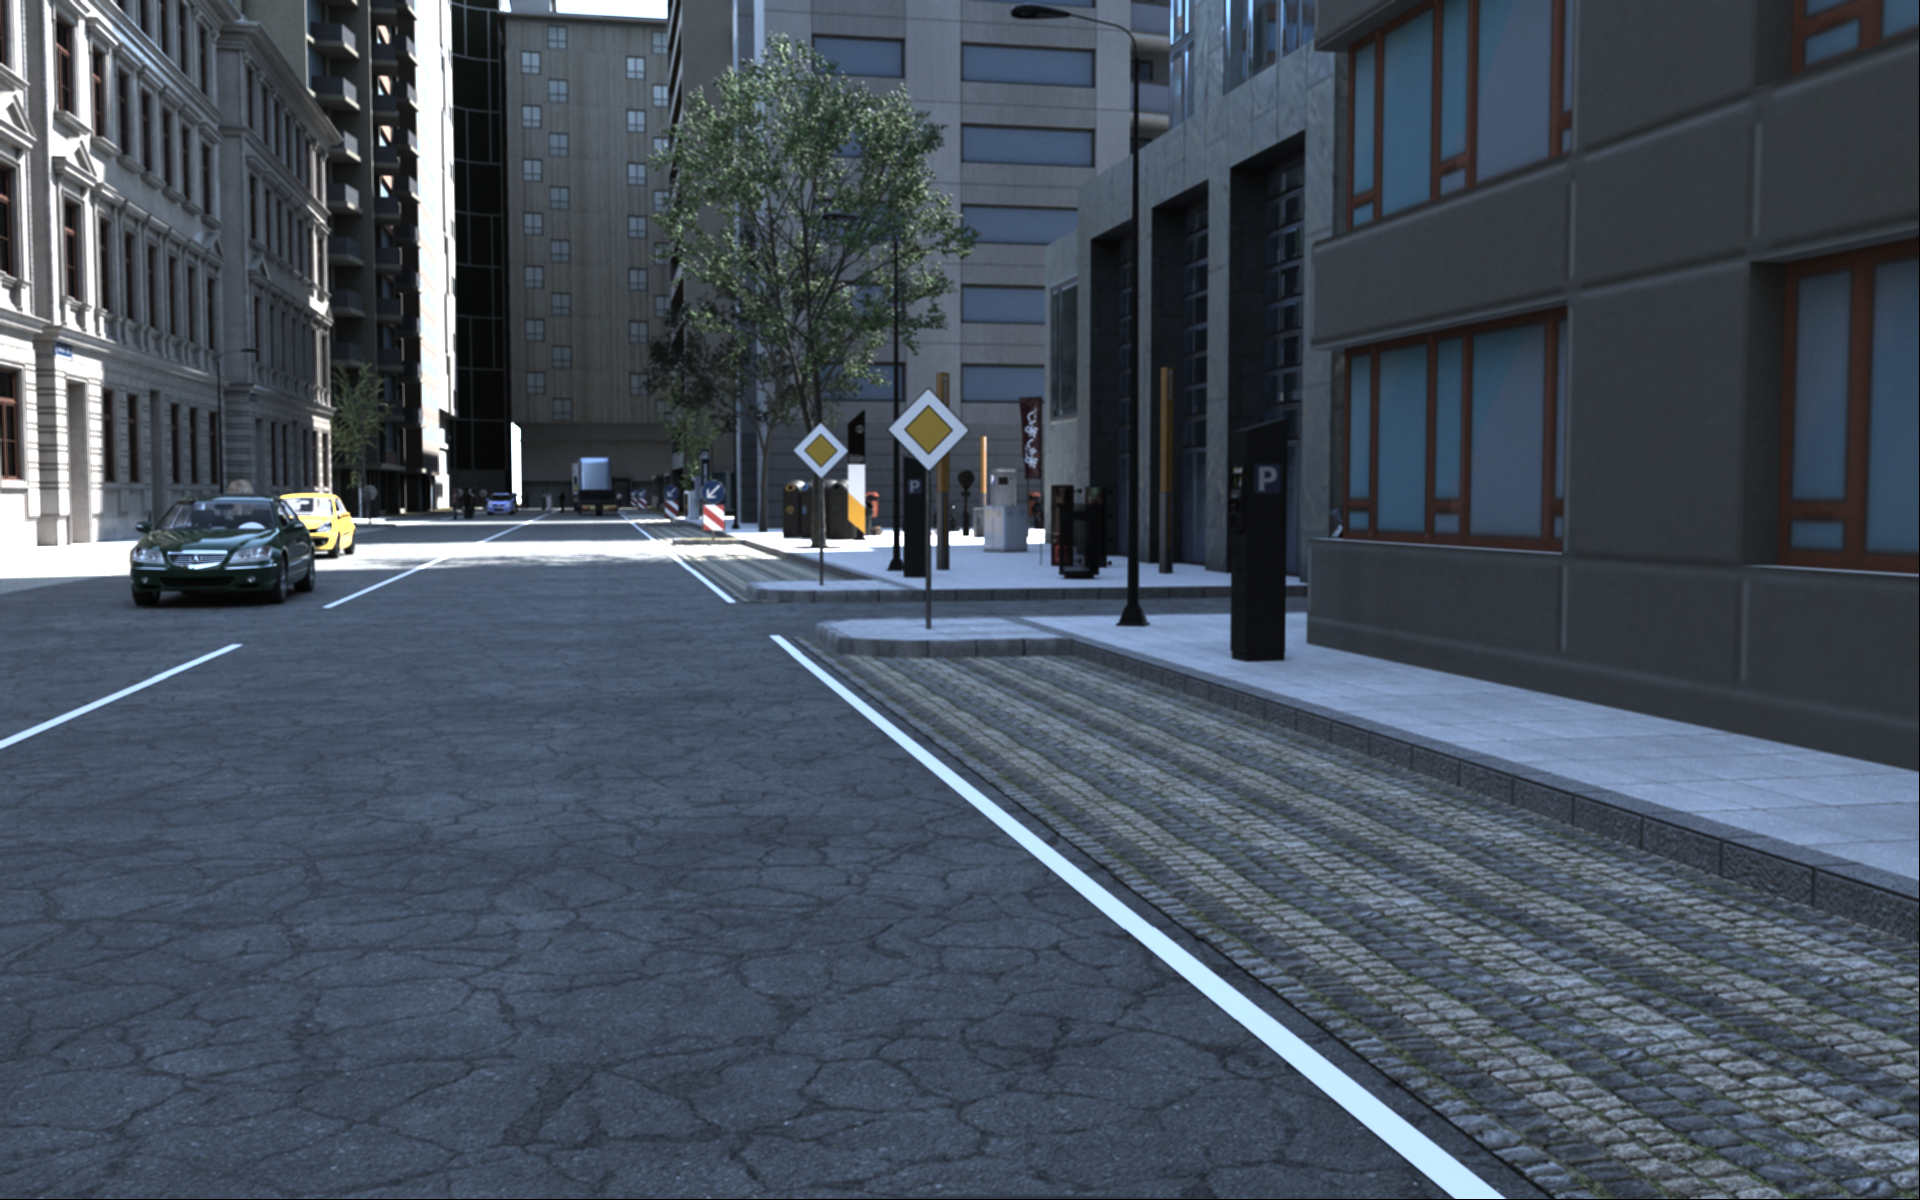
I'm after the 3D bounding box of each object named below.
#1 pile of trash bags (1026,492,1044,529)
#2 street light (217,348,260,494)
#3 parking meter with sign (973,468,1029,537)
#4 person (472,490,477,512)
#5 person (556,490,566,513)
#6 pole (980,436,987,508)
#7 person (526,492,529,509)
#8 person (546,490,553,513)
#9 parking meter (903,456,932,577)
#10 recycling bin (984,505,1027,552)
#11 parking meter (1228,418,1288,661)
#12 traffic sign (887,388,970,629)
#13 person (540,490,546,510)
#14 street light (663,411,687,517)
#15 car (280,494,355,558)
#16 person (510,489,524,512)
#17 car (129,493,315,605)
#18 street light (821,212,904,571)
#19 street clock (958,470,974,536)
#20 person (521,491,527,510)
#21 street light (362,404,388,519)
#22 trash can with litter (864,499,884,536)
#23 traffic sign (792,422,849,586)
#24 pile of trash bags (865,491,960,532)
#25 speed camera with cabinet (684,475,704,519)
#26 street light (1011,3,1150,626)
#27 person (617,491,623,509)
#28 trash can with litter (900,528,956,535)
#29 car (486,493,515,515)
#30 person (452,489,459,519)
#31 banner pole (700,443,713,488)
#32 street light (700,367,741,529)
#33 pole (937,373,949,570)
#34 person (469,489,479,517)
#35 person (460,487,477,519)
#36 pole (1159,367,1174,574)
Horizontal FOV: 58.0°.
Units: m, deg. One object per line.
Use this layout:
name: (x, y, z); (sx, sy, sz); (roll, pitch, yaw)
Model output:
pile of trash bags: (3.461, -3.320, 64.034); (1.912, 1.369, 3.447); (-2, 4, -29)
street light: (-23.013, -5.058, 55.234); (1.470, 5.913, 1.316); (-1, 4, -12)
parking meter with sign: (1.263, -3.386, 51.622); (1.738, 3.016, 0.543); (-1, 4, -19)
person: (-36.593, -7.418, 130.486); (0.721, 1.736, 1.217); (-3, 4, -36)
person: (-30.526, -7.557, 132.584); (0.721, 1.766, 1.217); (1, 4, 19)
pole: (0.829, -4.119, 61.183); (0.158, 3.312, 0.155); (0, 3, 0)
person: (-42.812, -9.867, 171.293); (0.415, 1.643, 0.593); (-1, 4, -17)
person: (-30.643, -7.348, 129.311); (0.551, 1.740, 0.621); (0, 4, -2)
parking meter: (-0.657, -1.286, 26.735); (0.399, 1.863, 0.255); (1, 4, 13)
recycling bin: (1.012, -1.586, 38.486); (0.722, 1.027, 0.722); (-3, 5, -40)
parking meter: (2.295, -0.468, 13.369); (0.399, 1.863, 0.255); (-1, 4, -17)
traffic sign: (-0.303, -0.782, 16.431); (0.795, 2.450, 0.064); (-1, 4, -12)
person: (-38.600, -9.282, 160.347); (0.705, 1.814, 1.350); (-2, 4, -34)
street light: (-15.991, -7.647, 97.565); (1.470, 5.913, 1.316); (-1, 4, -12)
car: (-14.941, -1.798, 39.624); (2.015, 1.641, 3.980); (-1, 4, -12)
person: (-35.879, -8.026, 139.718); (1.348, 1.826, 0.705); (-2, 4, -35)
car: (-10.101, -0.744, 23.957); (2.131, 1.459, 4.920); (-1, 4, -13)
street light: (-1.594, -3.441, 28.810); (1.470, 5.913, 1.316); (-1, 4, -12)
street clock: (0.181, -2.942, 52.676); (0.471, 2.002, 0.358); (-1, 4, -13)
person: (-39.109, -8.934, 155.483); (0.541, 1.710, 0.530); (0, 4, -8)
street light: (-30.199, -7.148, 89.412); (1.470, 5.913, 1.316); (-1, 4, -12)
trash can with litter: (-2.854, -2.554, 53.150); (0.624, 1.170, 1.055); (2, 4, 35)
traffic sign: (-1.947, -1.260, 24.245); (0.795, 2.450, 0.064); (-1, 4, -12)
pile of trash bags: (-1.663, -3.055, 59.704); (3.447, 1.369, 1.912); (0, 4, 6)
speed camera with cabinet: (-13.501, -5.733, 88.068); (0.660, 3.252, 2.038); (-2, 4, -24)
street light: (1.165, -2.700, 16.690); (1.470, 5.913, 1.316); (-1, 4, -12)
person: (-32.014, -9.358, 162.433); (0.756, 1.711, 0.436); (3, 5, 43)
trash can with litter: (-1.145, -2.689, 55.017); (1.678, 1.210, 2.233); (-1, 4, -14)
car: (-31.901, -6.773, 120.332); (1.945, 1.707, 3.694); (-1, 4, -10)
person: (-28.773, -5.451, 98.348); (0.721, 1.743, 1.217); (-1, 4, -14)
banner pole: (-12.374, -5.815, 85.100); (0.863, 3.779, 0.401); (2, 4, 24)
street light: (-8.786, -5.563, 63.499); (1.470, 5.913, 1.316); (-1, 4, -12)
pole: (-0.289, -2.166, 29.252); (0.158, 3.312, 0.155); (0, 3, 0)
person: (-30.052, -5.955, 106.597); (0.721, 1.736, 1.217); (1, 4, 22)
person: (-28.666, -5.645, 100.825); (1.348, 1.821, 0.705); (2, 4, 29)
pole: (3.334, -2.086, 27.953); (0.158, 3.312, 0.155); (0, 3, 0)
